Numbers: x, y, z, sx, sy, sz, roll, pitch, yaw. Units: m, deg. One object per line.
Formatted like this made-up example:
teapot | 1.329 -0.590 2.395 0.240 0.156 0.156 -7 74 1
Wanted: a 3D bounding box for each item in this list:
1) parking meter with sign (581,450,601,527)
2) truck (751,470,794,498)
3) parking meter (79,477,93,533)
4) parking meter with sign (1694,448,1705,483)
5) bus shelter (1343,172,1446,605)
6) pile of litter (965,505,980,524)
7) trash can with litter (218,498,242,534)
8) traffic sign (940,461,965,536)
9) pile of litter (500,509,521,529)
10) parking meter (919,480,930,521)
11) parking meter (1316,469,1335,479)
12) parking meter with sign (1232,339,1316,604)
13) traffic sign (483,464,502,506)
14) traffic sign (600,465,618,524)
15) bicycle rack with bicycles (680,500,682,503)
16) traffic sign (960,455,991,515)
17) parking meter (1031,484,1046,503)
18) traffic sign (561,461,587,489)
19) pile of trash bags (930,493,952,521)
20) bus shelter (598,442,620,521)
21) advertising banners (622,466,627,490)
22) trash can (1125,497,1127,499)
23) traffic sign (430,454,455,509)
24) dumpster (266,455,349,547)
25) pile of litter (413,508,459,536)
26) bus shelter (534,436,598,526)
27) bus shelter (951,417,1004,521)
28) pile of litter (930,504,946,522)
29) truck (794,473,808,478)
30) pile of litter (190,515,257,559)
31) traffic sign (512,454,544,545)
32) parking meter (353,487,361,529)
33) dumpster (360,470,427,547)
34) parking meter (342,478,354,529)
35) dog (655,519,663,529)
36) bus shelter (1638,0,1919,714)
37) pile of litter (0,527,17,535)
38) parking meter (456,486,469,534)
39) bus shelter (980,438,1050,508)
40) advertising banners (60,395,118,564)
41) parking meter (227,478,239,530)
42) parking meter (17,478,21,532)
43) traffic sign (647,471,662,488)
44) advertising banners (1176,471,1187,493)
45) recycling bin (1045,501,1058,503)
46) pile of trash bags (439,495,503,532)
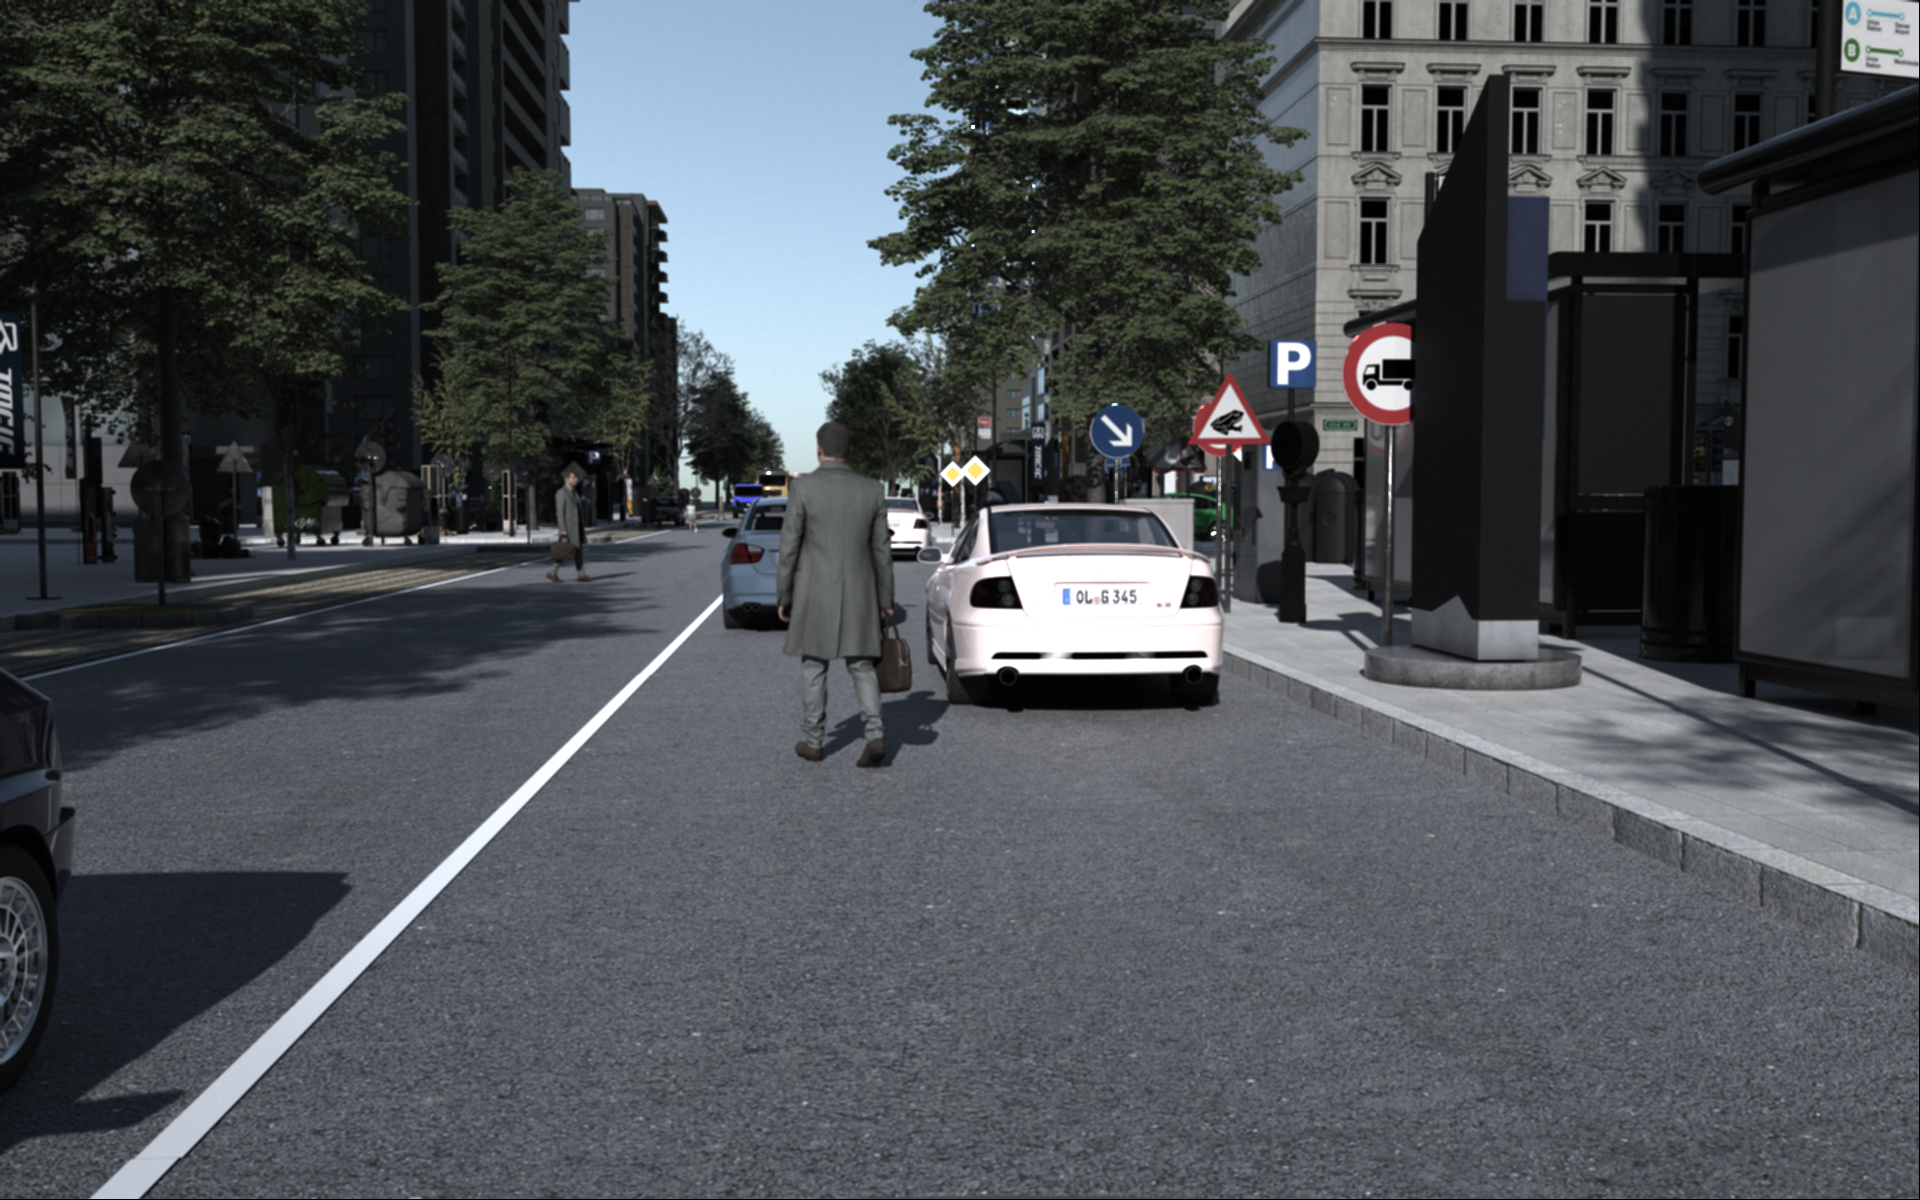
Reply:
parking meter with sign | -14.689 -4.414 68.435 0.543 3.016 1.738 0 4 5
truck | -15.319 -9.003 143.120 3.469 3.379 9.791 0 4 -3
parking meter | -29.141 -3.184 57.774 0.399 1.863 0.255 1 4 22
parking meter with sign | 28.159 -4.272 66.111 0.543 3.016 1.738 3 4 36
bus shelter | 5.806 -2.553 19.366 2.179 5.291 8.768 0 4 -4
pile of litter | 0.740 -3.626 73.244 1.176 0.858 1.719 -3 4 -37
trash can with litter | -23.444 -2.672 55.069 0.624 1.170 1.055 2 4 35
traffic sign | -0.223 -2.996 52.634 0.795 2.450 0.064 0 4 -4
pile of litter | -16.952 -3.019 63.328 1.719 0.858 1.176 1 4 20
parking meter | -1.407 -3.905 69.559 0.399 1.863 0.255 -3 5 -41
parking meter | 8.436 -2.102 40.072 0.399 1.863 0.255 3 5 42
parking meter with sign | 3.630 -1.479 20.447 0.543 3.016 1.738 -1 4 -8
traffic sign | -18.629 -4.213 68.988 0.768 2.556 0.104 0 4 1
traffic sign | -15.283 -4.607 75.431 0.768 2.556 0.104 0 4 3
bicycle rack with bicycles | -19.353 -6.087 112.901 2.852 0.926 2.925 -1 4 -17
traffic sign | 0.393 -2.509 44.672 0.795 2.450 0.064 0 4 -4
parking meter | 2.021 -2.228 44.831 0.372 1.533 0.369 0 3 0
traffic sign | -11.535 -2.944 51.783 0.795 2.450 0.064 0 4 -4
pile of trash bags | -0.957 -4.473 82.883 1.912 1.369 3.447 0 4 -1
bus shelter | -16.869 -5.412 79.776 1.731 3.624 6.357 0 4 -5
advertising banners | -20.312 -6.870 108.512 2.074 3.025 0.090 2 4 25
trash can | 8.373 -4.797 90.090 0.748 1.137 0.748 0 3 0
traffic sign | -16.320 -3.334 54.615 0.768 2.556 0.104 0 4 -1
dumpster | -16.127 -2.468 42.845 1.502 2.255 1.985 0 4 -5
pile of litter | -16.217 -2.416 53.474 1.176 0.858 1.719 -3 5 -40
bus shelter | -16.649 -4.983 72.748 1.731 3.624 6.357 0 4 -4
bus shelter | 0.753 -6.729 87.648 2.179 5.291 8.768 0 4 -4
pile of litter | -1.442 -4.052 80.214 1.719 0.858 1.176 1 4 15
truck | -21.279 -15.096 235.735 2.839 4.237 11.283 0 4 -3
pile of litter | -15.051 -1.267 34.683 1.719 0.858 1.176 -1 4 -8
traffic sign | -10.919 -2.457 43.821 0.795 2.450 0.064 0 4 -4
parking meter | -22.469 -3.433 64.537 0.372 1.533 0.369 0 3 0
dumpster | -14.031 -2.270 42.866 1.264 1.857 1.865 0 4 -4
parking meter | -22.312 -3.508 63.064 0.255 1.863 0.399 1 4 16
dog | -12.376 -3.099 70.869 0.550 0.427 0.748 2 4 26
bus shelter | 5.830 -1.944 9.415 2.179 5.291 8.768 0 4 -5
pile of litter | -30.674 -2.497 54.798 1.719 0.858 1.176 0 4 0
parking meter | -15.891 -2.867 55.281 0.372 1.533 0.369 0 3 0
bus shelter | 2.010 -4.335 64.797 2.014 3.302 5.546 0 4 -5
advertising banners | -15.975 -2.176 31.760 0.090 3.025 2.074 0 4 -3
parking meter | -26.268 -3.480 62.606 0.399 1.863 0.255 -2 4 -27
parking meter | -32.134 -3.251 58.857 0.255 1.863 0.399 -1 4 -13
traffic sign | -17.027 -5.900 96.461 0.884 2.594 0.081 0 4 3
advertising banners | 8.884 -4.276 66.092 2.074 3.025 0.090 1 4 18
recycling bin | 2.975 -2.988 61.401 0.722 1.027 0.722 3 4 36
pile of trash bags | -17.071 -3.011 58.977 1.912 1.369 3.447 2 4 24
